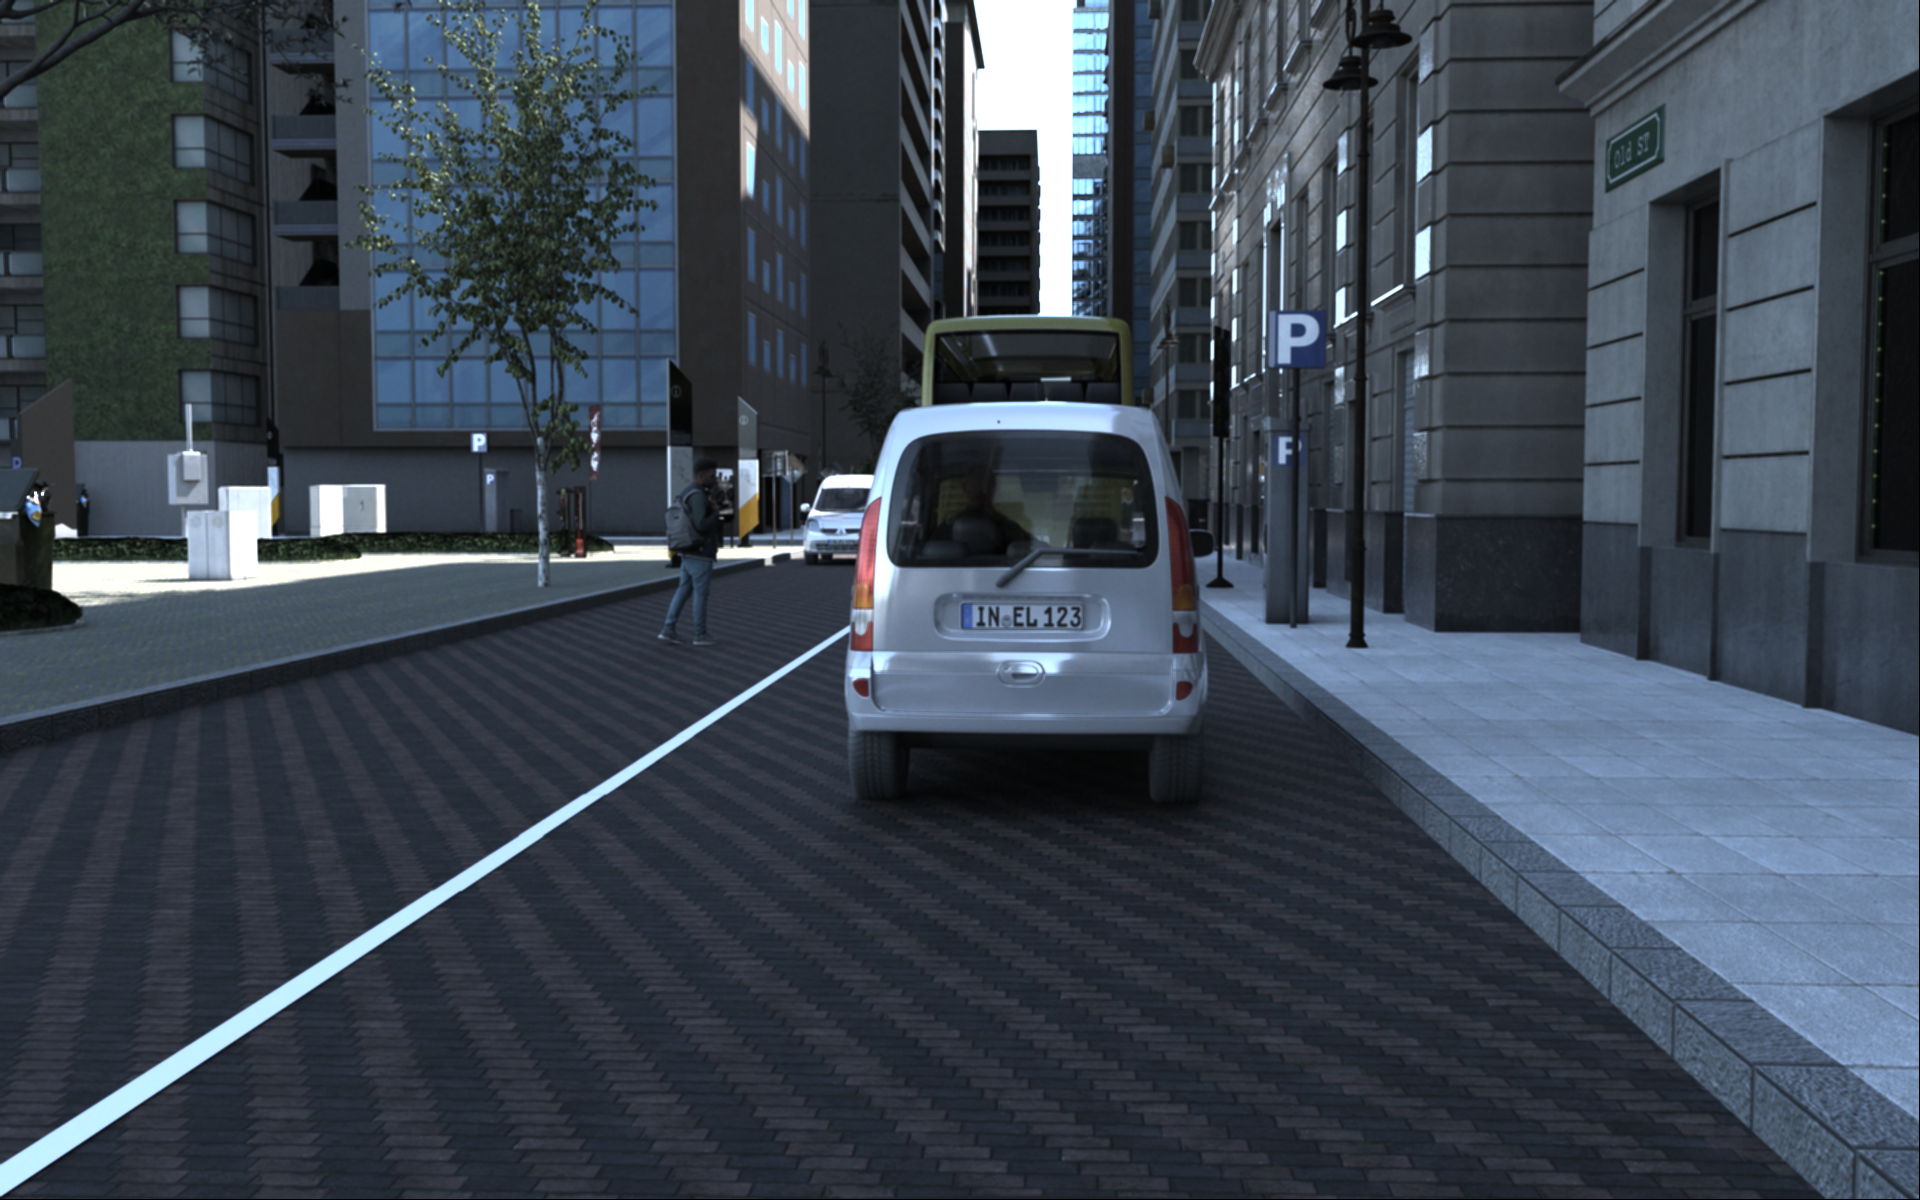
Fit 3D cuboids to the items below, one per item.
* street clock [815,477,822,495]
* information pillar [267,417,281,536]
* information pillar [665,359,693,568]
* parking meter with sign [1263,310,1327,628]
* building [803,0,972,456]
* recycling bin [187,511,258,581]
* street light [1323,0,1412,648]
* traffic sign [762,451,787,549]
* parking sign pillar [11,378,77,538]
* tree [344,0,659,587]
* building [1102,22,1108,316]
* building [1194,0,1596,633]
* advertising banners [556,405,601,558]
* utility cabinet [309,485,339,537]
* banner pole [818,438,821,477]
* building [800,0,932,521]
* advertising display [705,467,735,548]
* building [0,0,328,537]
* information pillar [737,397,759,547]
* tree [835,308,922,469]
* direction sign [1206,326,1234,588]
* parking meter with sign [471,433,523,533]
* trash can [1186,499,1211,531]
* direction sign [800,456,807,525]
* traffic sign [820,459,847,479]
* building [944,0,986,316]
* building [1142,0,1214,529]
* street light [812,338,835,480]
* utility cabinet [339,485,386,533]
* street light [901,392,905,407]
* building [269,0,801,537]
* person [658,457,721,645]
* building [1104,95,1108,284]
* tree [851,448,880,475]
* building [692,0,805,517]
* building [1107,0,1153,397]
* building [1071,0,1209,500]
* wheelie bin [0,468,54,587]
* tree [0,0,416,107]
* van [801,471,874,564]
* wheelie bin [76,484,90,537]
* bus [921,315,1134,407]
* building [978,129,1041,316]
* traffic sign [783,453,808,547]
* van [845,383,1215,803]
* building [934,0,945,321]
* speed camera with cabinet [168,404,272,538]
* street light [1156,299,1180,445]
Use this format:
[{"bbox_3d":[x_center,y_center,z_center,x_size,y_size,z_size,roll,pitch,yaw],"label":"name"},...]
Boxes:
[{"bbox_3d":[-6.086,-4.309,75.021,0.358,2.002,0.471,0,4,-5],"label":"street clock"},{"bbox_3d":[-20.832,-3.744,52.562,0.504,3.616,0.183,2,4,33],"label":"information pillar"},{"bbox_3d":[-4.890,-2.375,30.183,0.504,3.616,0.183,-3,5,-44],"label":"information pillar"},{"bbox_3d":[3.294,-1.289,17.341,0.543,3.016,1.738,0,4,7],"label":"parking meter with sign"},{"bbox_3d":[-6.145,-31.370,163.003,14.600,45.320,14.200,0,4,3],"label":"building"},{"bbox_3d":[-11.067,-0.822,25.993,0.722,1.027,0.722,1,4,11],"label":"recycling bin"},{"bbox_3d":[3.323,-2.540,14.324,0.468,5.910,1.993,0,4,3],"label":"street light"},{"bbox_3d":[-4.365,-2.360,40.720,0.606,2.300,0.079,1,4,9],"label":"traffic sign"},{"bbox_3d":[-21.102,-3.144,39.876,1.447,3.967,1.447,2,4,28],"label":"parking sign pillar"},{"bbox_3d":[-5.906,-4.477,23.562,4.737,8.622,4.395,0,3,0],"label":"tree"},{"bbox_3d":[23.796,-30.492,153.163,22.147,44.769,28.867,0,4,3],"label":"building"},{"bbox_3d":[10.706,-14.051,27.002,12.463,27.353,25.104,0,4,3],"label":"building"},{"bbox_3d":[-7.684,-2.370,34.941,0.090,3.025,2.074,-3,4,-36],"label":"advertising banners"},{"bbox_3d":[-15.630,-2.096,42.954,0.318,1.500,1.173,1,4,17],"label":"utility cabinet"},{"bbox_3d":[-6.301,-5.365,77.730,0.401,3.779,0.863,-1,4,-10],"label":"banner pole"},{"bbox_3d":[-12.854,-28.585,91.060,21.300,48.544,21.600,0,4,3],"label":"building"},{"bbox_3d":[-5.792,-2.189,41.007,0.974,1.923,0.123,-2,4,-35],"label":"advertising display"},{"bbox_3d":[-28.873,-22.922,58.373,14.086,41.232,14.154,0,4,3],"label":"building"},{"bbox_3d":[-5.119,-3.085,41.802,0.504,3.616,0.183,1,4,10],"label":"information pillar"},{"bbox_3d":[-3.114,-7.229,68.551,4.360,8.622,3.978,0,3,0],"label":"tree"},{"bbox_3d":[3.583,-1.943,23.773,0.379,3.537,0.876,1,4,21],"label":"direction sign"},{"bbox_3d":[-13.425,-3.309,50.370,0.543,3.016,1.738,1,4,21],"label":"parking meter with sign"},{"bbox_3d":[6.904,-2.346,50.017,0.748,1.137,0.748,0,3,0],"label":"trash can"},{"bbox_3d":[-6.509,-4.884,71.850,0.379,3.537,0.876,1,4,16],"label":"direction sign"},{"bbox_3d":[-3.650,-2.843,50.129,0.795,2.450,0.064,0,4,3],"label":"traffic sign"},{"bbox_3d":[-11.596,-36.469,185.511,27.495,52.752,28.713,0,4,3],"label":"building"},{"bbox_3d":[19.575,-22.936,66.886,23.993,40.220,32.217,0,4,3],"label":"building"},{"bbox_3d":[-4.048,-4.818,51.554,0.468,5.910,1.993,0,4,3],"label":"street light"},{"bbox_3d":[-14.386,-2.025,41.787,1.173,1.500,0.318,2,4,30],"label":"utility cabinet"},{"bbox_3d":[-2.569,-6.464,78.471,0.468,5.910,1.993,0,4,3],"label":"street light"},{"bbox_3d":[-12.879,-24.893,57.111,14.600,45.320,14.200,0,4,3],"label":"building"},{"bbox_3d":[-2.501,-0.465,16.448,0.721,1.781,0.623,-3,4,-38],"label":"person"},{"bbox_3d":[26.560,-34.430,182.532,23.786,49.044,30.456,0,4,3],"label":"building"},{"bbox_3d":[-3.860,-4.798,73.042,1.663,3.219,1.824,0,3,0],"label":"tree"},{"bbox_3d":[-9.130,-28.546,116.844,14.600,45.320,14.200,0,4,3],"label":"building"},{"bbox_3d":[18.325,-29.455,131.703,14.600,45.320,14.200,0,4,3],"label":"building"},{"bbox_3d":[25.687,-55.349,217.628,31.000,86.520,22.319,0,4,3],"label":"building"},{"bbox_3d":[-11.559,-0.815,21.232,0.980,1.594,0.693,1,4,14],"label":"wheelie bin"},{"bbox_3d":[-7.288,-6.135,10.670,12.009,13.543,11.850,0,3,0],"label":"tree"},{"bbox_3d":[-2.287,-1.810,36.597,2.013,2.044,4.112,0,4,2],"label":"van"},{"bbox_3d":[-26.539,-2.689,51.874,0.980,1.594,0.693,0,4,2],"label":"wheelie bin"},{"bbox_3d":[1.144,-2.140,26.533,2.896,3.916,12.252,0,4,3],"label":"bus"},{"bbox_3d":[-0.575,-36.483,220.193,21.600,48.544,21.300,0,4,3],"label":"building"},{"bbox_3d":[-4.094,-2.356,42.156,0.795,2.450,0.064,0,4,3],"label":"traffic sign"},{"bbox_3d":[0.417,-0.149,9.454,2.013,2.044,4.112,0,4,4],"label":"van"},{"bbox_3d":[-11.202,-50.566,139.433,22.319,86.520,31.000,0,4,3],"label":"building"},{"bbox_3d":[-16.526,-2.711,38.667,2.038,3.252,0.660,-3,5,-41],"label":"speed camera with cabinet"},{"bbox_3d":[4.931,-4.186,41.234,0.468,5.910,1.993,0,4,3],"label":"street light"}]
